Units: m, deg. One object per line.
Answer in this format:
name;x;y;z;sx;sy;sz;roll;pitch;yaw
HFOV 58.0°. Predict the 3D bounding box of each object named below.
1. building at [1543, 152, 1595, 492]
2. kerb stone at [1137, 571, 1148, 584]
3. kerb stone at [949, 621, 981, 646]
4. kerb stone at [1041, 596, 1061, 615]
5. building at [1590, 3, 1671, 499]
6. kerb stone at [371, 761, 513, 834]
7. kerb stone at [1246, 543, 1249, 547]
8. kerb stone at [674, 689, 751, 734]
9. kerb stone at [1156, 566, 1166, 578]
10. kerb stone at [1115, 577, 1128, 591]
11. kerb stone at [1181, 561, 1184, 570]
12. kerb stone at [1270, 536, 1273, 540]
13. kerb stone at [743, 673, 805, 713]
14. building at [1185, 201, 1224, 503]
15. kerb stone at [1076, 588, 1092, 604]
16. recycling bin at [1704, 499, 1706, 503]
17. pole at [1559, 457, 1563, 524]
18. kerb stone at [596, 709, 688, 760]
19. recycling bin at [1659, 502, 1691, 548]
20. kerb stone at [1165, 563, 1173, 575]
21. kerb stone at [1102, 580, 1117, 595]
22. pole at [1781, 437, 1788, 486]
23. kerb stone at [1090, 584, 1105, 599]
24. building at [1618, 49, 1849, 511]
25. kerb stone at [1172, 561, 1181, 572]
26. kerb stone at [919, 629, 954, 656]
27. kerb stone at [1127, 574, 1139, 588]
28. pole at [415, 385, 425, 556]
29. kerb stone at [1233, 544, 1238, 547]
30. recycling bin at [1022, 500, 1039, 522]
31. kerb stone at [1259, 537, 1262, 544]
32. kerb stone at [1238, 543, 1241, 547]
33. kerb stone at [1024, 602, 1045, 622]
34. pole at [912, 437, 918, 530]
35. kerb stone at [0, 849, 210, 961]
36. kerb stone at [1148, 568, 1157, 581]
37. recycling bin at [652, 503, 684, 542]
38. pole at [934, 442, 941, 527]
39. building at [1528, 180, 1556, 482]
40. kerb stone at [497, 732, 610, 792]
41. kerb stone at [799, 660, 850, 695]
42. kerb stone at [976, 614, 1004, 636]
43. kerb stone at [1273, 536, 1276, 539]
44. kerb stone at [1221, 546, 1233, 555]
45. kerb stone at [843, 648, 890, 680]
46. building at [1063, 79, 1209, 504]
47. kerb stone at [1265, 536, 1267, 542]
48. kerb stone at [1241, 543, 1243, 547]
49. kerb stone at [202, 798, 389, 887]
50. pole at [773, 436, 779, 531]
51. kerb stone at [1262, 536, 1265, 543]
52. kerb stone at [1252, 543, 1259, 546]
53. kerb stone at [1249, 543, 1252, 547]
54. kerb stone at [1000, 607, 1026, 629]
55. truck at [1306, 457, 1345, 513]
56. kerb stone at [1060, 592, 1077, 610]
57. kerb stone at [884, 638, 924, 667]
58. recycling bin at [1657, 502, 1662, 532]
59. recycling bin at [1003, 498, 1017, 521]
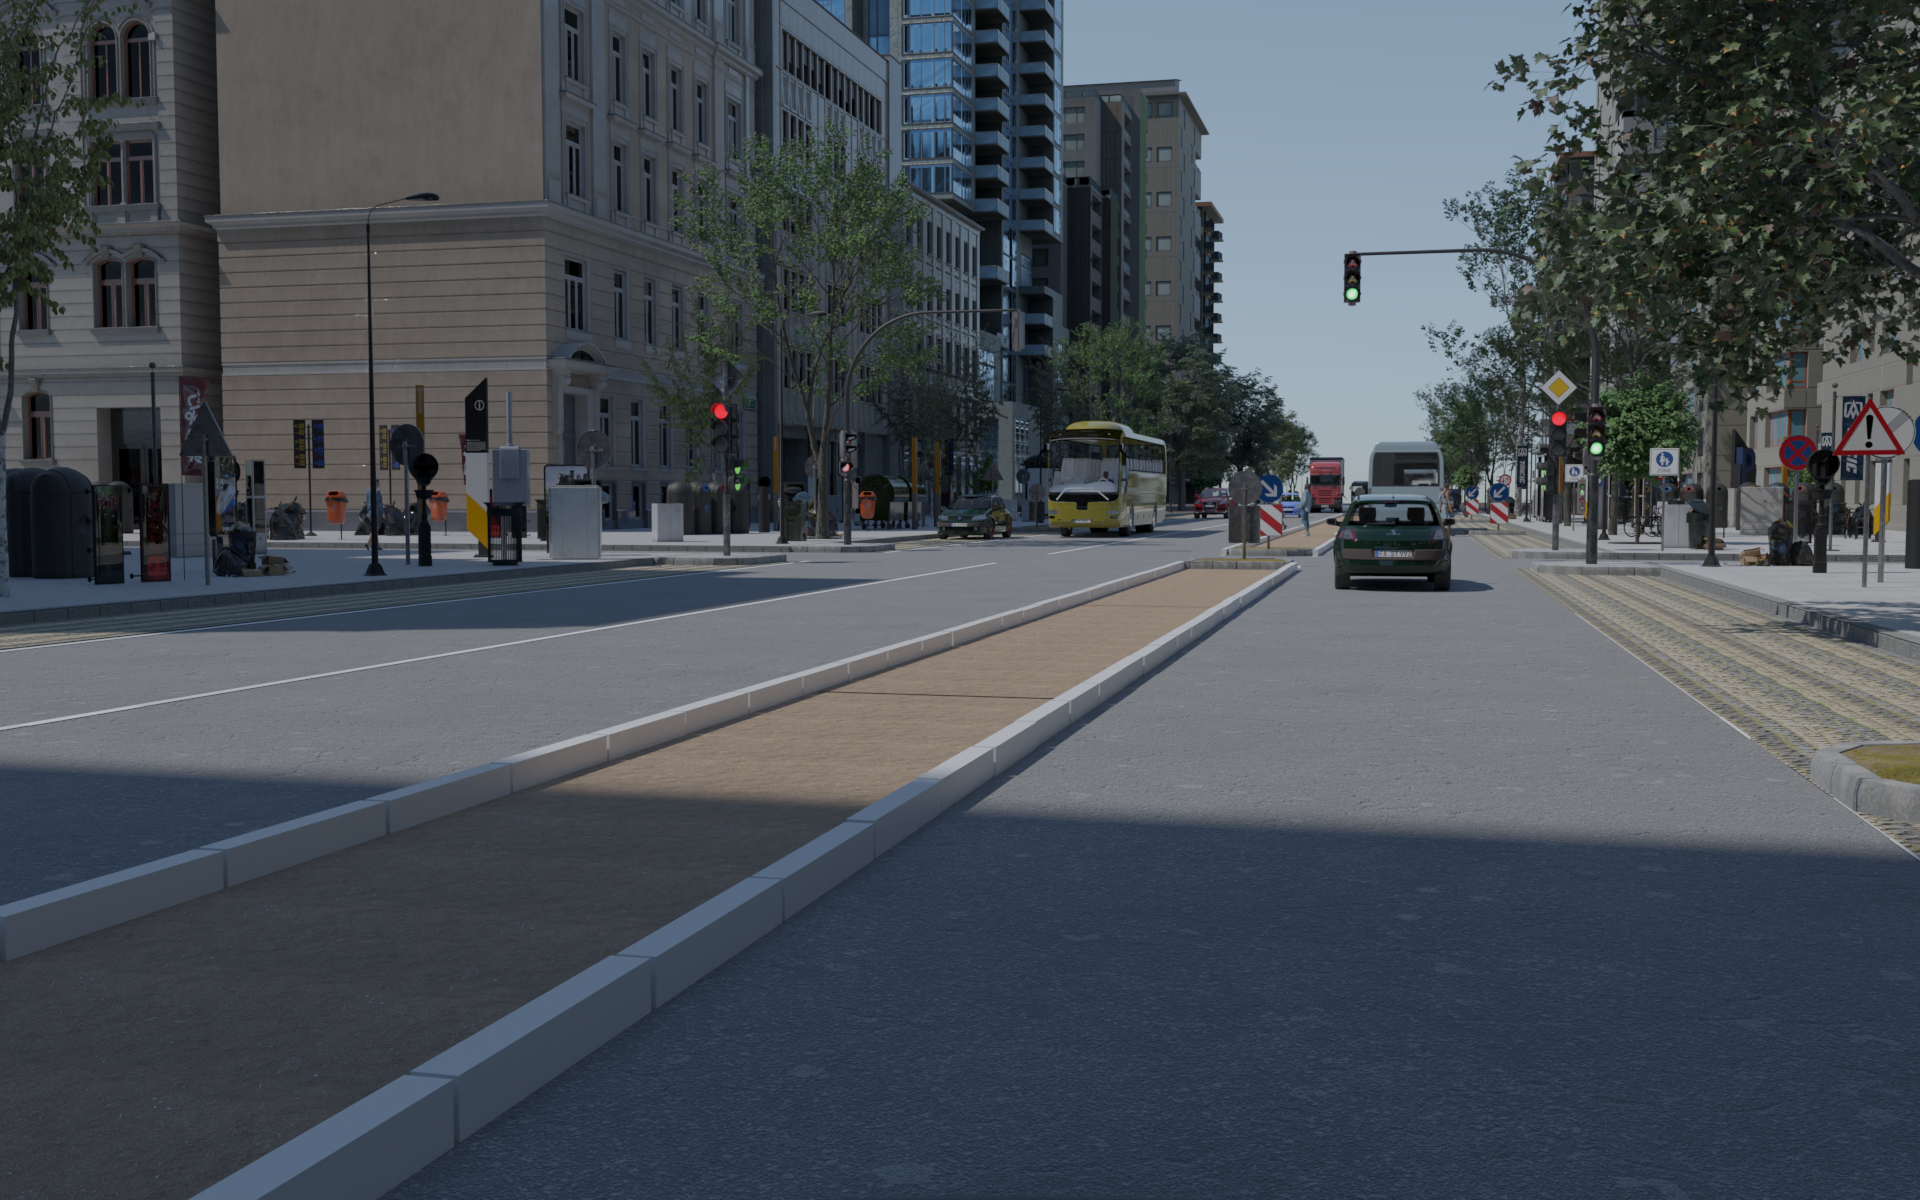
building;84.942;-34.309;215.569;22.147;44.769;28.867;1;4;14
kerb stone;2.834;-0.333;27.637;0.120;0.150;1.000;1;4;14
kerb stone;0.004;0.336;16.703;0.120;0.150;1.000;1;4;14
kerb stone;1.023;0.093;20.676;0.120;0.150;1.000;1;4;14
building;71.932;-34.561;154.315;28.713;52.752;27.495;1;4;14
kerb stone;-2.318;0.883;7.752;0.120;0.150;1.000;1;4;14
kerb stone;7.335;-1.396;45.038;0.120;0.150;1.000;1;4;14
kerb stone;-1.553;0.701;10.731;0.120;0.150;1.000;1;4;14
kerb stone;3.355;-0.454;29.624;0.120;0.150;1.000;1;4;14
kerb stone;2.315;-0.211;25.647;0.120;0.150;1.000;1;4;14
kerb stone;4.116;-0.637;32.603;0.120;0.150;1.000;1;4;14
kerb stone;9.394;-1.882;52.963;0.120;0.150;1.000;1;4;14
kerb stone;-1.295;0.640;11.727;0.120;0.150;1.000;1;4;14
building;26.662;-36.679;254.329;22.147;44.769;28.867;1;4;14
kerb stone;1.541;-0.022;22.662;0.120;0.150;1.000;1;4;14
recycling bin;38.516;-4.674;88.968;0.722;1.027;0.722;-1;4;-19
pole;25.738;-4.919;74.273;0.158;3.312;0.155;0;3;0
kerb stone;-1.803;0.762;9.739;0.120;0.150;1.000;1;4;14
recycling bin;17.136;-1.757;41.277;0.722;1.027;0.722;1;4;23
kerb stone;3.603;-0.511;30.617;0.120;0.150;1.000;1;4;14
kerb stone;2.055;-0.150;24.650;0.120;0.150;1.000;1;4;14
pole;29.295;-4.142;61.564;0.158;3.312;0.155;0;3;0
kerb stone;1.802;-0.085;23.660;0.120;0.150;1.000;1;4;14
building;67.273;-26.757;129.359;32.217;40.220;23.993;1;4;14
kerb stone;3.860;-0.576;31.611;0.120;0.150;1.000;1;4;14
kerb stone;-0.259;0.399;15.692;0.120;0.150;1.000;1;4;14
kerb stone;2.577;-0.272;26.647;0.120;0.150;1.000;1;4;14
pole;-10.106;-2.364;32.492;0.158;3.312;0.155;0;3;0
kerb stone;6.571;-1.215;42.063;0.120;0.150;1.000;1;4;14
recycling bin;3.344;-4.148;80.376;0.722;1.027;0.722;3;4;39
kerb stone;8.368;-1.639;48.996;0.120;0.150;1.000;1;4;14
kerb stone;6.825;-1.276;43.054;0.120;0.150;1.000;1;4;14
kerb stone;0.777;0.159;19.684;0.120;0.150;1.000;1;4;14
pole;-1.631;-4.189;62.333;0.158;3.312;0.155;0;3;0
kerb stone;-2.836;1.007;5.769;0.120;0.150;1.000;1;4;14
kerb stone;3.090;-0.391;28.627;0.120;0.150;1.000;1;4;14
recycling bin;-7.879;-2.086;46.663;0.722;1.027;0.722;-1;4;-22
pole;-0.922;-4.512;67.622;0.158;3.312;0.155;0;3;0
building;93.074;-38.184;243.919;23.786;49.044;30.456;1;4;14
kerb stone;-2.063;0.822;8.750;0.120;0.150;1.000;1;4;14
kerb stone;-1.038;0.582;12.719;0.120;0.150;1.000;1;4;14
kerb stone;0.254;0.277;17.702;0.120;0.150;1.000;1;4;14
kerb stone;9.656;-1.943;53.959;0.120;0.150;1.000;1;4;14
kerb stone;6.313;-1.151;41.074;0.120;0.150;1.000;1;4;14
kerb stone;-0.779;0.520;13.710;0.120;0.150;1.000;1;4;14
building;16.861;-39.041;227.561;28.713;52.752;27.495;1;4;14
kerb stone;8.884;-1.761;50.980;0.120;0.150;1.000;1;4;14
kerb stone;7.083;-1.337;44.048;0.120;0.150;1.000;1;4;14
kerb stone;-2.580;0.944;6.759;0.120;0.150;1.000;1;4;14
pole;-6.467;-4.103;60.922;0.158;3.312;0.155;0;3;0
kerb stone;8.627;-1.700;49.985;0.120;0.150;1.000;1;4;14
kerb stone;8.114;-1.579;48.006;0.120;0.150;1.000;1;4;14
kerb stone;7.599;-1.458;46.027;0.120;0.150;1.000;1;4;14
kerb stone;0.517;0.214;18.694;0.120;0.150;1.000;1;4;14
truck;28.303;-8.849;133.602;2.839;4.237;11.283;1;4;13
kerb stone;1.286;0.035;21.666;0.120;0.150;1.000;1;4;14
kerb stone;-0.520;0.458;14.699;0.120;0.150;1.000;1;4;14
recycling bin;23.648;-2.747;57.465;0.722;1.027;0.722;-1;4;-22
recycling bin;2.308;-4.327;83.299;0.722;1.027;0.722;-1;4;-17
